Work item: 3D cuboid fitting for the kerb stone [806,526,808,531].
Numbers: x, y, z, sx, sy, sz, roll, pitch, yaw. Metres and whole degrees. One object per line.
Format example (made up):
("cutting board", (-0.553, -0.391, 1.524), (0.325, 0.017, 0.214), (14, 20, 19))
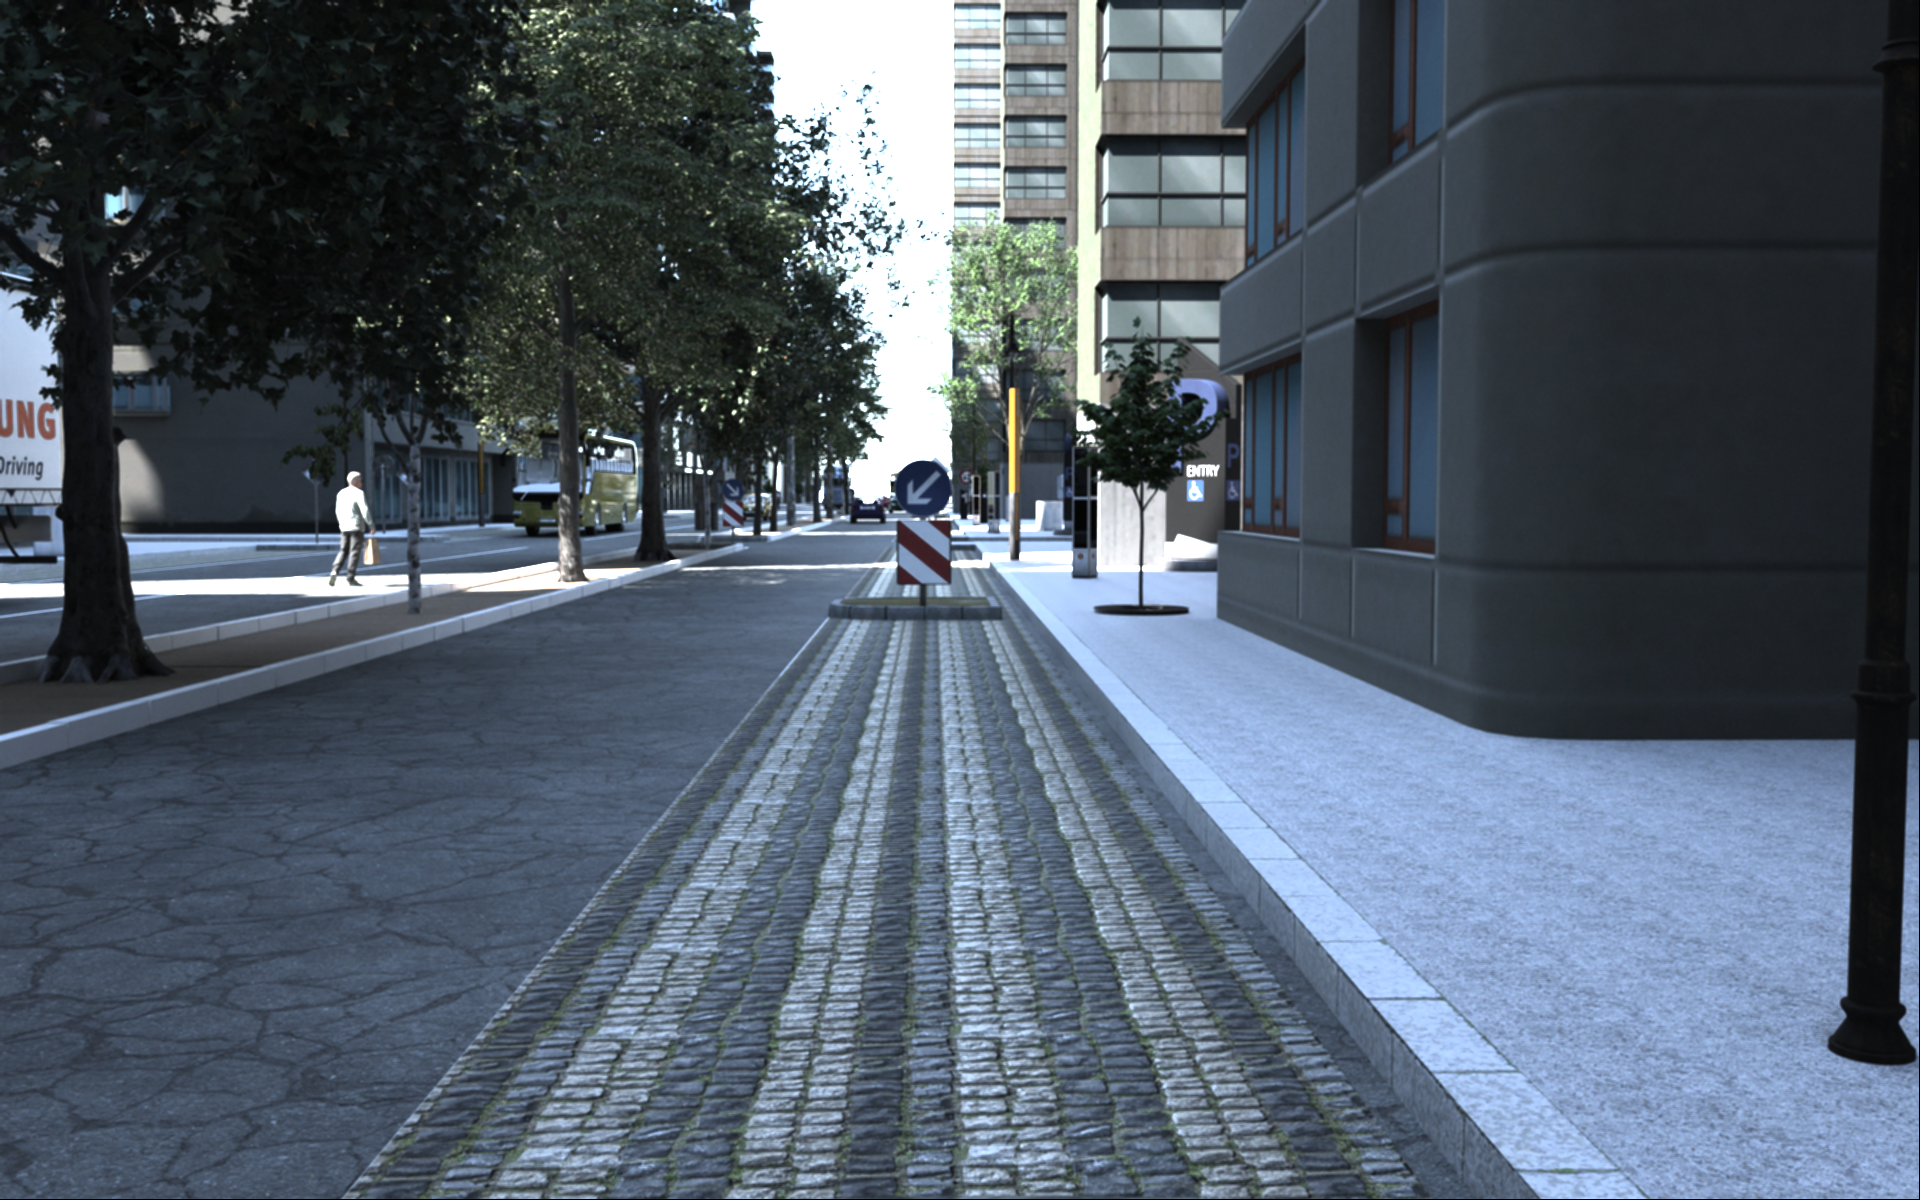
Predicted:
("kerb stone", (-5.993, -2.684, 66.143), (0.120, 0.150, 1.000), (0, 4, -1))

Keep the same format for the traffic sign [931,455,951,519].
("traffic sign", (-0.633, -2.536, 45.113), (0.795, 2.450, 0.064), (0, 4, -1))

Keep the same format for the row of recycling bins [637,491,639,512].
("row of recycling bins", (-24.085, -7.076, 122.805), (3.534, 1.692, 1.069), (3, 5, 41))

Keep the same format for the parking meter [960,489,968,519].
("parking meter", (0.196, -4.860, 87.871), (0.372, 1.533, 0.369), (0, 3, 0))

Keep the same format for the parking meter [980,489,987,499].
("parking meter", (1.115, -4.529, 82.467), (0.372, 1.533, 0.369), (0, 3, 0))

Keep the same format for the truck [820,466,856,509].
("truck", (-11.505, -10.977, 169.240), (2.967, 4.110, 18.799), (0, 4, 0))

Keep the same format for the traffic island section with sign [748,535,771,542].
("traffic island section with sign", (-6.833, -2.728, 52.736), (2.006, 1.907, 1.989), (0, 4, -1))

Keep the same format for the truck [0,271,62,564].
("truck", (-13.108, -1.746, 17.460), (2.839, 4.237, 11.283), (0, 4, -1))

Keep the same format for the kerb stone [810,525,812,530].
("kerb stone", (-6.029, -2.811, 68.189), (0.120, 0.150, 1.000), (0, 4, -1))

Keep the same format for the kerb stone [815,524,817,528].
("kerb stone", (-6.077, -3.001, 71.255), (0.120, 0.150, 1.000), (0, 4, -1))

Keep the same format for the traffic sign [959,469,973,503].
("traffic sign", (0.356, -5.440, 89.058), (0.768, 2.556, 0.104), (0, 4, 2))

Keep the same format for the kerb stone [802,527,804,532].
("kerb stone", (-5.965, -2.556, 64.091), (0.120, 0.150, 1.000), (0, 4, -1))

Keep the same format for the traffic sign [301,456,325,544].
("traffic sign", (-16.675, -2.522, 44.873), (0.795, 2.450, 0.064), (0, 4, -1))

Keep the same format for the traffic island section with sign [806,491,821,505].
("traffic island section with sign", (-19.810, -13.853, 235.116), (1.989, 1.847, 2.006), (0, 4, -1))

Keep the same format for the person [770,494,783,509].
("person", (-17.848, -9.732, 167.627), (1.348, 1.824, 0.705), (-1, 4, -10))

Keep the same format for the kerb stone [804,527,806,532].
("kerb stone", (-5.980, -2.625, 65.117), (0.120, 0.150, 1.000), (0, 4, -1))

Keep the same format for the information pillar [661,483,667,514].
("information pillar", (-19.519, -6.713, 114.244), (0.304, 2.012, 0.304), (-2, 4, -32))

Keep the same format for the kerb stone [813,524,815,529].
("kerb stone", (-6.063, -2.928, 70.233), (0.120, 0.150, 1.000), (0, 4, -1))

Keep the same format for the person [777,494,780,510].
("person", (-16.433, -8.902, 154.993), (0.756, 1.711, 0.436), (1, 4, 19))

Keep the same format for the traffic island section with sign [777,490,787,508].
("traffic island section with sign", (-18.902, -10.462, 179.679), (1.989, 1.847, 2.006), (0, 4, -1))

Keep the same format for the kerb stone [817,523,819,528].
("kerb stone", (-6.099, -3.063, 72.281), (0.120, 0.150, 1.000), (0, 4, -1))

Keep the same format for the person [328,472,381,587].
("person", (-9.344, -1.087, 26.753), (0.782, 1.767, 0.515), (2, 4, 24))

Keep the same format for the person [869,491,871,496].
("person", (-11.354, -12.958, 220.000), (0.705, 1.869, 1.348), (1, 4, 9))

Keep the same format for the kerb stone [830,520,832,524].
("kerb stone", (-6.249, -3.627, 81.500), (0.120, 0.150, 1.000), (0, 4, -1))

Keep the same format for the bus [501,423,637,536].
("bus", (-13.882, -4.369, 62.979), (2.896, 3.916, 12.252), (0, 4, -2))

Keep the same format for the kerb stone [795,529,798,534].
("kerb stone", (-5.912, -2.375, 61.021), (0.120, 0.150, 1.000), (0, 4, -1))

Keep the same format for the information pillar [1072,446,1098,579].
("information pillar", (1.908, -1.341, 26.424), (0.304, 2.012, 0.304), (2, 4, 31))

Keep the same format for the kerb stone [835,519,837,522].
("kerb stone", (-6.312, -3.878, 85.594), (0.120, 0.150, 1.000), (0, 4, -1))

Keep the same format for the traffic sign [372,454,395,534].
("traffic sign", (-18.550, -3.401, 55.712), (0.768, 2.556, 0.104), (0, 4, 8))

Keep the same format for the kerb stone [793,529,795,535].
("kerb stone", (-5.896, -2.312, 59.999), (0.120, 0.150, 1.000), (0, 4, -1))

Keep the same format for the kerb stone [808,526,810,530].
("kerb stone", (-6.013, -2.750, 67.166), (0.120, 0.150, 1.000), (0, 4, -1))

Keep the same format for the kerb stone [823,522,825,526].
("kerb stone", (-6.168, -3.313, 76.376), (0.120, 0.150, 1.000), (0, 4, -1))

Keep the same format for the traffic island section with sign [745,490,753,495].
("traffic island section with sign", (-18.452, -8.745, 151.610), (1.989, 1.847, 2.006), (0, 4, -1))

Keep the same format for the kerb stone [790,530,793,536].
("kerb stone", (-5.876, -2.243, 58.977), (0.120, 0.150, 1.000), (0, 4, -1))

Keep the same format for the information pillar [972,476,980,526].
("information pillar", (0.646, -3.930, 68.743), (0.304, 2.012, 0.304), (0, 4, -3))

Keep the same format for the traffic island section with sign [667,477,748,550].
("traffic island section with sign", (-6.722, -2.275, 45.330), (2.006, 1.907, 1.989), (0, 4, -1))

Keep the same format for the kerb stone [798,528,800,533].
("kerb stone", (-5.929, -2.437, 62.044), (0.120, 0.150, 1.000), (0, 4, -1))

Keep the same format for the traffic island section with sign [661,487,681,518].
("traffic island section with sign", (-17.655, -5.758, 102.771), (1.989, 1.847, 2.006), (0, 4, -1))

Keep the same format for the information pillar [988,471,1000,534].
("information pillar", (1.101, -3.168, 56.290), (0.304, 2.012, 0.304), (3, 5, 42))

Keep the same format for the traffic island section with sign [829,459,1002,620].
("traffic island section with sign", (-0.536, -0.725, 20.484), (1.989, 1.847, 2.006), (0, 4, -1))

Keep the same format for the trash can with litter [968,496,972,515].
("trash can with litter", (0.918, -5.782, 105.927), (0.624, 1.170, 1.055), (-1, 4, -21))

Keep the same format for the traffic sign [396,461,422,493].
("traffic sign", (-16.805, -3.010, 52.857), (0.795, 2.450, 0.064), (0, 4, -1))

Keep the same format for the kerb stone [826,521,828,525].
("kerb stone", (-6.196, -3.433, 78.430), (0.120, 0.150, 1.000), (0, 4, -1))

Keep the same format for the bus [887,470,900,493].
("bus", (-5.877, -11.219, 174.982), (2.896, 3.916, 12.252), (0, 4, -3))

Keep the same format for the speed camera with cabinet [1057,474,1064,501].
("speed camera with cabinet", (5.723, -5.422, 82.987), (2.038, 3.252, 0.660), (1, 4, 16))

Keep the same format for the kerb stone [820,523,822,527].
("kerb stone", (-6.131, -3.189, 74.332), (0.120, 0.150, 1.000), (0, 4, -1))

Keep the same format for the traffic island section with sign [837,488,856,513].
("traffic island section with sign", (-8.069, -7.323, 127.865), (2.006, 1.907, 1.989), (0, 4, -1))

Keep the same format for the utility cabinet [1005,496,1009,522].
("utility cabinet", (2.251, -4.174, 79.403), (0.306, 1.237, 1.020), (0, 4, 6))

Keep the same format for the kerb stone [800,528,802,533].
("kerb stone", (-5.949, -2.500, 63.066), (0.120, 0.150, 1.000), (0, 4, -1))
